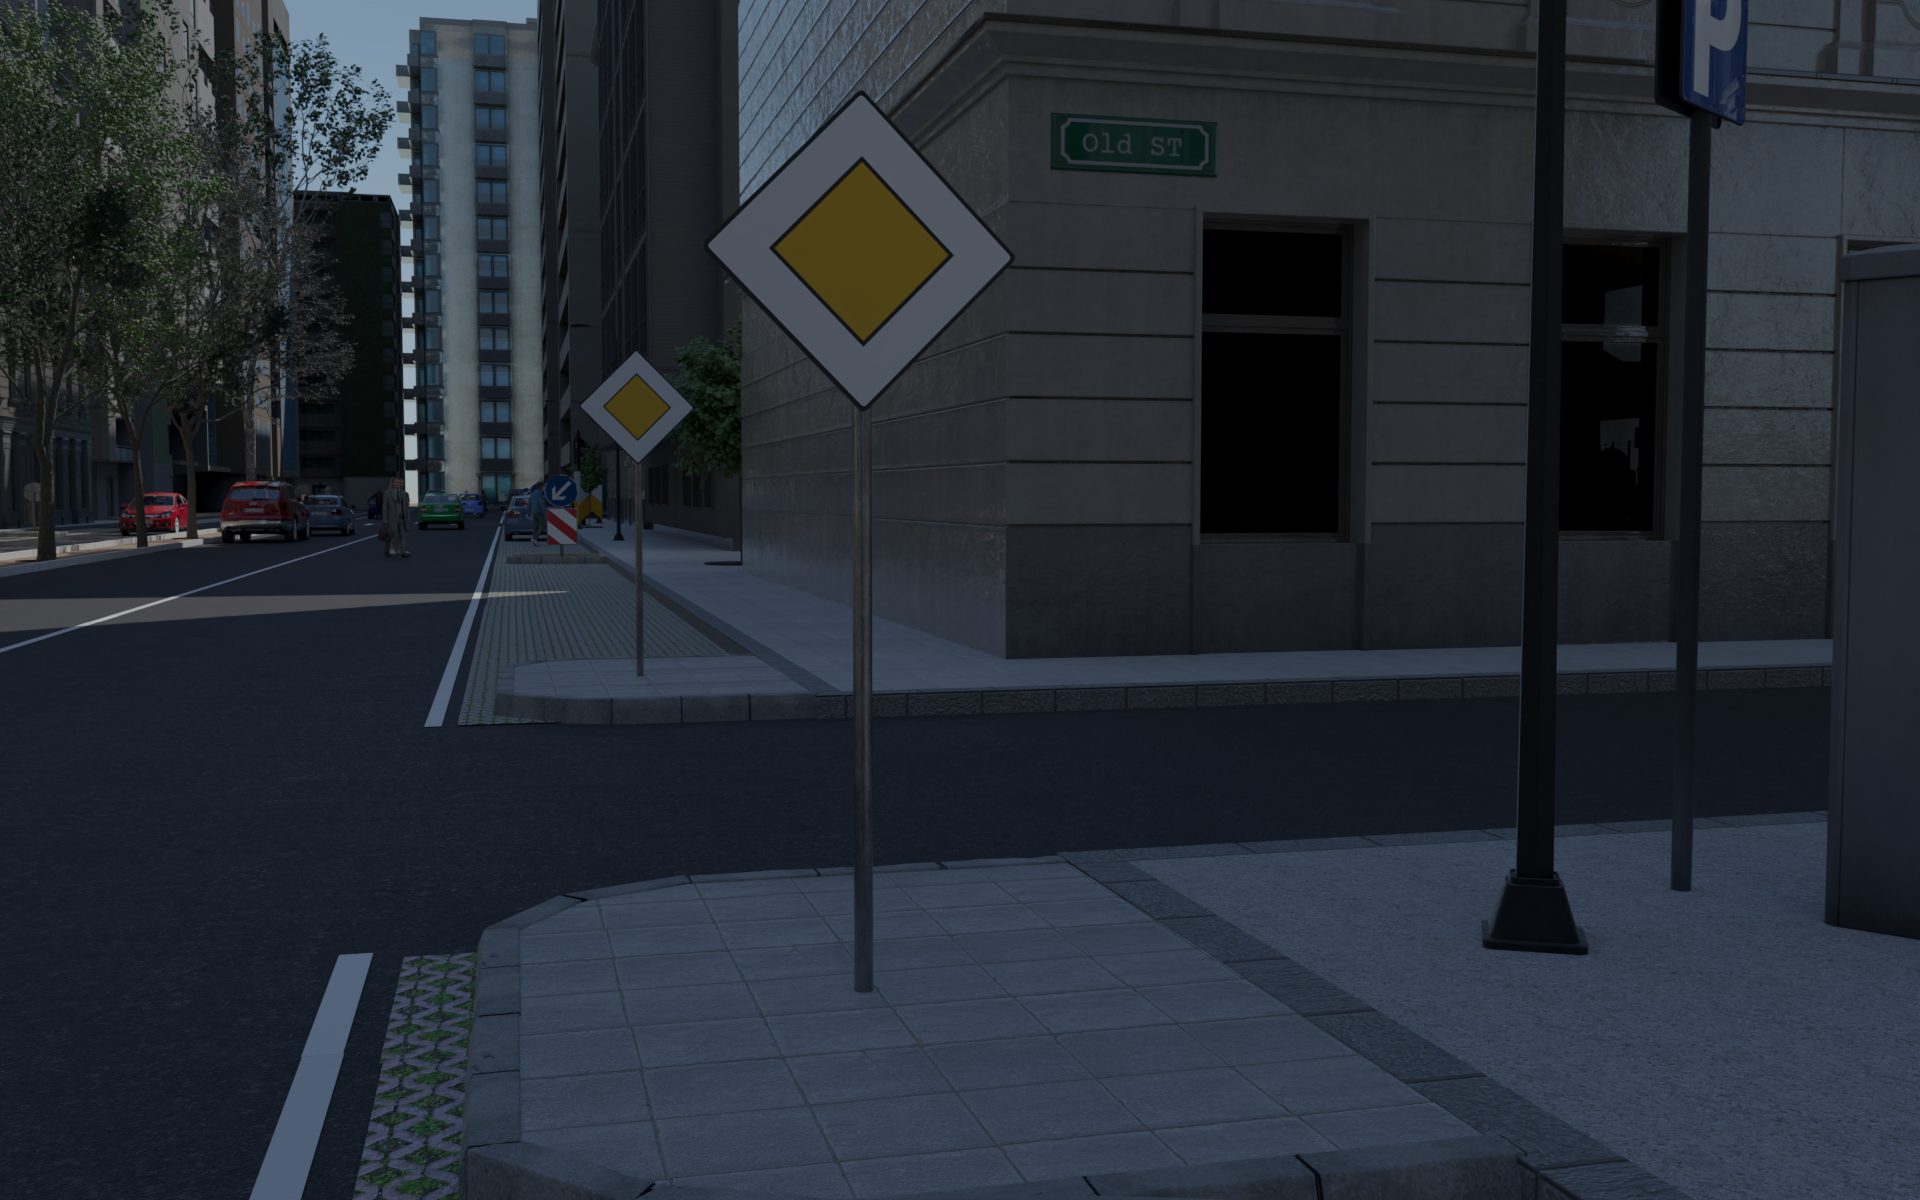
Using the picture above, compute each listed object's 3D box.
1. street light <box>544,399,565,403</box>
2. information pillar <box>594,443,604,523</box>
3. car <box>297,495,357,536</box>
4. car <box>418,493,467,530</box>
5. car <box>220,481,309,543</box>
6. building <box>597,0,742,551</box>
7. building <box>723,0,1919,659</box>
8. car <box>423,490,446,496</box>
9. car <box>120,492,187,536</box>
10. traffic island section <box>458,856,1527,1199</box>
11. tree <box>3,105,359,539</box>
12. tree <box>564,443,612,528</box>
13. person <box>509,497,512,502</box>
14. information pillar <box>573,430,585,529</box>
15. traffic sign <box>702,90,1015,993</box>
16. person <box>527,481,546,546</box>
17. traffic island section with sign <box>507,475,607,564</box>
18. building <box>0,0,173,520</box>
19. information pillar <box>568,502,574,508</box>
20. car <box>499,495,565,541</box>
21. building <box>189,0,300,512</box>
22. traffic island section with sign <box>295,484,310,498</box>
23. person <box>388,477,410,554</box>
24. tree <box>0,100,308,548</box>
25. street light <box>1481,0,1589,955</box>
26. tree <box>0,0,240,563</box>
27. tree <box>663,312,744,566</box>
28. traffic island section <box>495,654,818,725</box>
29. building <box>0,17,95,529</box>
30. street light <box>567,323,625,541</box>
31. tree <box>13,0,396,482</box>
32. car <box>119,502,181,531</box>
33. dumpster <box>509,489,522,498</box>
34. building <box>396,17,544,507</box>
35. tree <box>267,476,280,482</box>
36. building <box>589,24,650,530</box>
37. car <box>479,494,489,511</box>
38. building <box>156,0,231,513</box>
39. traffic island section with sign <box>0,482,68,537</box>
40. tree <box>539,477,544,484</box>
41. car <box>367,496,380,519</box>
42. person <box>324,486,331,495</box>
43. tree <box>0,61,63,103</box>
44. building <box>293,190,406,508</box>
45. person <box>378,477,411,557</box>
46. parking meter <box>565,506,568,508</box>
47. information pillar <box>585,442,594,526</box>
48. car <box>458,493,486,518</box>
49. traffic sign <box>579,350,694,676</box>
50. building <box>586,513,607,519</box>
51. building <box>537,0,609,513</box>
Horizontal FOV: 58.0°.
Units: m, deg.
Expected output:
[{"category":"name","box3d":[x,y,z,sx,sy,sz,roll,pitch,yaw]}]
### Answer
[{"category":"street light","box3d":[-19.713,-6.892,85.224,1.470,5.913,1.316,-1,4,-14]},{"category":"information pillar","box3d":[-15.883,-5.163,75.768,0.504,3.616,0.183,0,4,3]},{"category":"car","box3d":[-22.115,-2.956,60.328,2.014,1.417,4.499,-1,4,-15]},{"category":"car","box3d":[-21.242,-3.805,71.013,1.959,1.807,4.718,-1,4,-15]},{"category":"car","box3d":[-21.027,-2.680,52.499,2.281,1.827,5.304,-1,4,-14]},{"category":"building","box3d":[-2.906,-15.730,50.691,14.314,27.812,24.014,-1,4,-14]},{"category":"building","box3d":[19.127,-15.235,25.503,44.131,29.872,17.030,-1,4,-14]},{"category":"car","box3d":[-44.982,-8.574,148.864,2.281,1.827,5.304,-1,4,-16]},{"category":"car","box3d":[-28.272,-3.179,61.014,2.155,1.783,4.494,-1,4,-14]},{"category":"traffic island section","box3d":[-0.231,1.088,4.498,2.009,0.180,2.903,-1,4,-14]},{"category":"tree","box3d":[-24.314,-8.663,54.462,12.009,13.543,11.850,0,3,0]},{"category":"tree","box3d":[-14.251,-4.358,65.860,1.663,3.219,1.824,0,3,0]},{"category":"person","box3d":[-19.368,-3.814,75.145,0.394,1.301,0.425,-1,4,-17]},{"category":"information pillar","box3d":[-14.004,-4.405,63.373,0.183,3.616,0.504,-2,4,-31]},{"category":"traffic sign","box3d":[-0.252,-0.047,4.415,0.795,2.450,0.064,-1,4,-14]},{"category":"person","box3d":[-11.542,-2.347,47.223,0.444,1.785,0.601,-3,5,-40]},{"category":"traffic island section with sign","box3d":[-8.419,-1.677,36.042,1.989,1.847,2.006,-1,4,-14]},{"category":"building","box3d":[-47.935,-24.537,84.779,14.154,41.232,14.086,-1,4,-14]},{"category":"information pillar","box3d":[-15.890,-4.074,71.102,0.304,2.012,0.304,-2,4,-29]},{"category":"car","box3d":[-13.253,-2.553,53.747,2.014,1.417,4.499,-1,4,-14]},{"category":"building","box3d":[-63.942,-30.244,144.596,14.200,45.320,14.600,-1,4,-14]},{"category":"traffic island section with sign","box3d":[-31.191,-4.518,82.012,2.006,1.907,1.989,-1,4,-14]},{"category":"person","box3d":[-13.486,-2.018,41.463,0.573,1.828,0.580,0,4,-1]},{"category":"tree","box3d":[-21.342,-6.620,45.107,8.767,10.594,7.601,-1,4,-14]},{"category":"street light","box3d":[1.122,-1.965,4.671,1.470,5.913,1.316,-1,4,-14]},{"category":"tree","box3d":[-19.131,-6.598,36.098,9.928,11.665,9.643,0,3,0]},{"category":"tree","box3d":[-4.004,-2.931,31.635,4.285,4.588,4.351,0,3,0]},{"category":"traffic island section","box3d":[-2.236,0.615,12.228,2.009,0.180,2.903,-1,4,-14]},{"category":"building","box3d":[-40.528,-13.268,66.089,9.793,20.994,18.267,-1,4,-14]},{"category":"street light","box3d":[-9.900,-4.571,47.279,1.470,5.913,1.316,-1,4,-14]},{"category":"tree","box3d":[-28.383,-12.701,66.003,12.611,20.169,13.585,0,3,0]},{"category":"car","box3d":[-31.480,-3.351,67.363,1.945,1.354,3.894,-1,4,-14]},{"category":"dumpster","box3d":[-37.429,-8.506,147.281,1.865,1.857,1.264,-1,4,-15]},{"category":"building","box3d":[-41.270,-34.138,177.764,30.456,49.044,23.786,-1,4,-14]},{"category":"tree","box3d":[-55.149,-8.806,138.580,1.663,3.219,1.824,0,3,0]},{"category":"building","box3d":[-8.974,-16.963,74.616,12.463,27.353,25.104,-1,4,-14]},{"category":"car","box3d":[-40.522,-8.143,145.145,2.014,1.417,4.499,-1,4,-14]},{"category":"building","box3d":[-60.275,-31.403,102.673,28.713,52.752,27.495,-1,4,-14]},{"category":"traffic island section with sign","box3d":[-31.288,-3.044,58.393,1.989,1.847,2.006,-1,4,-14]},{"category":"tree","box3d":[-38.455,-10.151,160.571,1.663,3.219,1.824,0,3,0]},{"category":"car","box3d":[-33.634,-5.418,101.157,1.945,1.354,3.894,-1,4,-16]},{"category":"person","box3d":[-28.383,-4.219,77.662,0.709,1.800,0.728,3,4,37]},{"category":"tree","box3d":[-17.203,-5.542,27.489,8.767,10.594,7.601,-1,4,-14]},{"category":"building","box3d":[-61.522,-24.219,167.676,14.107,30.474,14.160,-1,4,-14]},{"category":"person","box3d":[-12.759,-1.870,39.178,0.694,1.812,0.767,-3,5,-44]},{"category":"parking meter","box3d":[-17.619,-4.416,77.918,0.255,1.863,0.399,-1,4,-18]},{"category":"information pillar","box3d":[-15.191,-4.814,70.070,0.504,3.616,0.183,-3,5,-40]},{"category":"car","box3d":[-29.733,-5.832,104.948,1.945,1.707,3.694,-1,4,-15]},{"category":"traffic sign","box3d":[-2.257,-0.520,12.145,0.795,2.450,0.064,-1,4,-14]},{"category":"building","box3d":[-12.648,-29.257,102.047,21.300,48.544,21.600,-1,4,-14]},{"category":"building","box3d":[-25.263,-32.202,150.201,21.300,48.544,21.600,-1,4,-14]}]
